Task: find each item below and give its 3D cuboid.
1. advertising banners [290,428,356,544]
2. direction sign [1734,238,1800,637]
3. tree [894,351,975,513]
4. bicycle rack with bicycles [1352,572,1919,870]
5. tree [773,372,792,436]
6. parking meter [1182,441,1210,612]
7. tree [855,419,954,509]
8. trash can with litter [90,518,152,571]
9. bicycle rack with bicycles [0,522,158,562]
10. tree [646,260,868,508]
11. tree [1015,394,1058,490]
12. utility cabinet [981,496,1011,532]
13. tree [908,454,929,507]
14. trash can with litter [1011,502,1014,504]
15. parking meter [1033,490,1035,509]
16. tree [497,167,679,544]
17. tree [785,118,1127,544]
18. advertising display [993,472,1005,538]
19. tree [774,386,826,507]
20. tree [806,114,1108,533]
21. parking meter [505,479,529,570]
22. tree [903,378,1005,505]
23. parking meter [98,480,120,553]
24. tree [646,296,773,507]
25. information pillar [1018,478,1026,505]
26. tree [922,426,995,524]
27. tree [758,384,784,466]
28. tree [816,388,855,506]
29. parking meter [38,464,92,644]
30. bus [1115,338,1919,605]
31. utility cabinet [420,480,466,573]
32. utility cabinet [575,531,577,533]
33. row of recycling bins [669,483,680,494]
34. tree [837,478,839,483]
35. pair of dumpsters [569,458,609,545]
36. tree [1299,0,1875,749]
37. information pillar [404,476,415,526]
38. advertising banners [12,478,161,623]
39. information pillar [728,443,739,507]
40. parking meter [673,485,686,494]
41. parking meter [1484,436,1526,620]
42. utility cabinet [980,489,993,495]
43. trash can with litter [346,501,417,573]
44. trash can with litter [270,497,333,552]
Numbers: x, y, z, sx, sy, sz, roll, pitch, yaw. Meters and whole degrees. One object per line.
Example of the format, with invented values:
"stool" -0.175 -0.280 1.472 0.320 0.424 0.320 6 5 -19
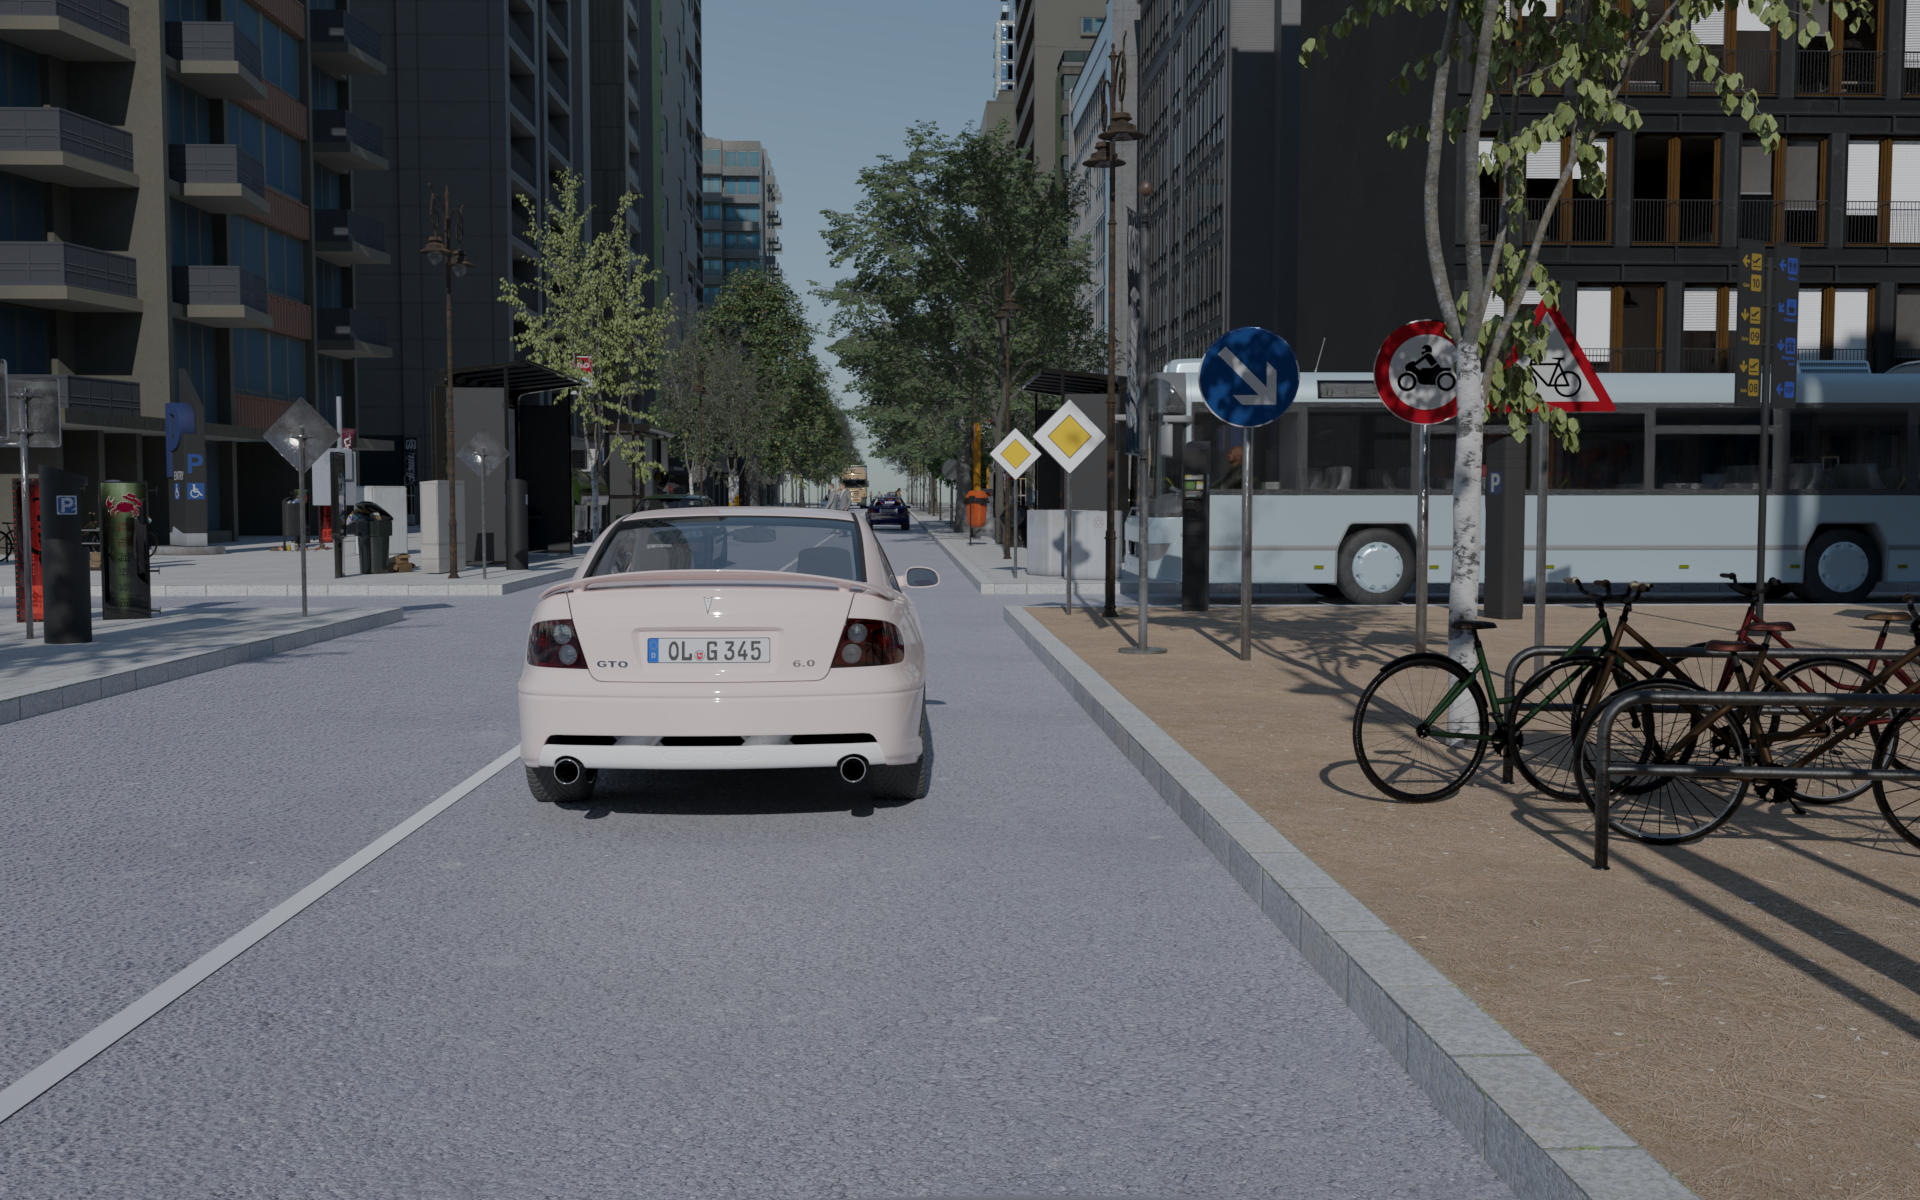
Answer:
"advertising banners" -16.614 -3.003 45.292 0.090 3.025 2.074 2 4 31
"direction sign" 7.273 -1.447 15.660 0.876 3.537 0.379 -2 4 -32
"tree" -1.770 -11.649 116.215 9.928 11.665 9.643 0 3 0
"bicycle rack with bicycles" 3.041 0.402 6.813 2.925 0.926 2.852 1 4 9
"tree" -9.297 -7.406 71.448 4.360 8.622 3.978 0 3 0
"parking meter" 2.590 -0.813 19.005 0.255 1.863 0.399 1 4 16
"tree" -2.594 -14.734 151.271 12.009 13.543 11.850 0 3 0
"trash can with litter" -14.244 -1.092 29.249 0.624 1.170 1.055 1 4 14
"bicycle rack with bicycles" -17.095 -1.231 33.509 2.925 0.926 2.852 -1 4 -13
"tree" -10.168 -10.268 84.885 9.611 12.733 9.660 0 3 0
"tree" 3.964 -9.025 97.929 4.360 8.622 3.978 0 3 0
"utility cabinet" 1.217 -2.894 58.484 1.020 1.237 0.306 0 4 3
"tree" -3.348 -13.589 172.547 4.737 8.622 4.395 0 3 0
"trash can with litter" 1.857 -2.957 59.728 1.055 1.170 0.624 2 4 34
"parking meter" 3.731 -4.617 83.896 0.372 1.533 0.369 0 3 0
"tree" -8.286 -5.431 39.156 4.737 8.622 4.395 0 3 0
"tree" 0.734 -6.707 44.066 7.601 10.594 8.767 -2 4 -27
"advertising display" 1.196 -2.792 50.856 0.123 1.923 0.974 1 4 22
"tree" -10.684 -9.586 107.097 4.737 8.622 4.395 0 3 0
"tree" 0.007 -9.230 57.567 9.857 13.997 8.962 0 3 0
"parking meter" -7.503 -1.278 29.307 0.372 1.533 0.369 0 3 0
"tree" -0.251 -8.511 89.510 4.360 8.622 3.978 0 3 0
"parking meter" -14.934 -1.349 30.469 0.372 1.533 0.369 0 3 0
"tree" -9.901 -6.983 64.534 4.360 8.622 3.978 0 3 0
"information pillar" 2.858 -4.625 80.107 0.304 2.012 0.304 -2 4 -25
"tree" 0.072 -5.586 75.046 4.285 4.588 4.351 0 3 0
"tree" -12.534 -11.998 130.584 8.767 10.594 7.601 0 4 2
"tree" -15.242 -17.255 192.494 12.009 13.543 11.850 0 3 0
"parking meter" -7.717 -0.400 14.943 0.372 1.533 0.369 0 3 0
"bus" 8.061 -1.728 23.109 13.247 3.499 2.948 0 4 -2
"utility cabinet" -8.425 -1.194 28.201 0.318 1.500 1.173 0 4 5
"utility cabinet" -12.563 -2.837 57.540 1.020 1.237 0.306 2 4 32
"row of recycling bins" -10.730 -3.328 61.528 1.069 1.692 3.534 0 4 7
"tree" -16.297 -17.733 240.288 4.360 8.622 3.978 0 3 0
"pair of dumpsters" -10.391 -2.646 45.762 1.574 2.255 4.437 0 4 -2
"tree" 2.789 -3.556 8.509 4.737 8.622 4.395 0 3 0
"information pillar" -22.195 -3.998 69.860 0.304 2.012 0.304 0 4 7
"advertising banners" -9.161 -1.291 17.291 2.074 3.025 0.090 -2 4 -28
"information pillar" -10.231 -5.312 78.199 0.504 3.616 0.183 -3 5 -39
"parking meter" -8.112 -2.551 50.113 0.372 1.533 0.369 0 3 0
"parking meter" 5.602 -0.741 17.820 0.255 1.863 0.399 -1 4 -16
"utility cabinet" 0.740 -3.751 70.000 1.173 1.500 0.318 2 4 26
"trash can with litter" -9.385 -1.023 28.118 0.624 1.170 1.055 2 4 24
"trash can with litter" -14.937 -1.744 39.574 1.678 1.210 2.233 1 4 16
